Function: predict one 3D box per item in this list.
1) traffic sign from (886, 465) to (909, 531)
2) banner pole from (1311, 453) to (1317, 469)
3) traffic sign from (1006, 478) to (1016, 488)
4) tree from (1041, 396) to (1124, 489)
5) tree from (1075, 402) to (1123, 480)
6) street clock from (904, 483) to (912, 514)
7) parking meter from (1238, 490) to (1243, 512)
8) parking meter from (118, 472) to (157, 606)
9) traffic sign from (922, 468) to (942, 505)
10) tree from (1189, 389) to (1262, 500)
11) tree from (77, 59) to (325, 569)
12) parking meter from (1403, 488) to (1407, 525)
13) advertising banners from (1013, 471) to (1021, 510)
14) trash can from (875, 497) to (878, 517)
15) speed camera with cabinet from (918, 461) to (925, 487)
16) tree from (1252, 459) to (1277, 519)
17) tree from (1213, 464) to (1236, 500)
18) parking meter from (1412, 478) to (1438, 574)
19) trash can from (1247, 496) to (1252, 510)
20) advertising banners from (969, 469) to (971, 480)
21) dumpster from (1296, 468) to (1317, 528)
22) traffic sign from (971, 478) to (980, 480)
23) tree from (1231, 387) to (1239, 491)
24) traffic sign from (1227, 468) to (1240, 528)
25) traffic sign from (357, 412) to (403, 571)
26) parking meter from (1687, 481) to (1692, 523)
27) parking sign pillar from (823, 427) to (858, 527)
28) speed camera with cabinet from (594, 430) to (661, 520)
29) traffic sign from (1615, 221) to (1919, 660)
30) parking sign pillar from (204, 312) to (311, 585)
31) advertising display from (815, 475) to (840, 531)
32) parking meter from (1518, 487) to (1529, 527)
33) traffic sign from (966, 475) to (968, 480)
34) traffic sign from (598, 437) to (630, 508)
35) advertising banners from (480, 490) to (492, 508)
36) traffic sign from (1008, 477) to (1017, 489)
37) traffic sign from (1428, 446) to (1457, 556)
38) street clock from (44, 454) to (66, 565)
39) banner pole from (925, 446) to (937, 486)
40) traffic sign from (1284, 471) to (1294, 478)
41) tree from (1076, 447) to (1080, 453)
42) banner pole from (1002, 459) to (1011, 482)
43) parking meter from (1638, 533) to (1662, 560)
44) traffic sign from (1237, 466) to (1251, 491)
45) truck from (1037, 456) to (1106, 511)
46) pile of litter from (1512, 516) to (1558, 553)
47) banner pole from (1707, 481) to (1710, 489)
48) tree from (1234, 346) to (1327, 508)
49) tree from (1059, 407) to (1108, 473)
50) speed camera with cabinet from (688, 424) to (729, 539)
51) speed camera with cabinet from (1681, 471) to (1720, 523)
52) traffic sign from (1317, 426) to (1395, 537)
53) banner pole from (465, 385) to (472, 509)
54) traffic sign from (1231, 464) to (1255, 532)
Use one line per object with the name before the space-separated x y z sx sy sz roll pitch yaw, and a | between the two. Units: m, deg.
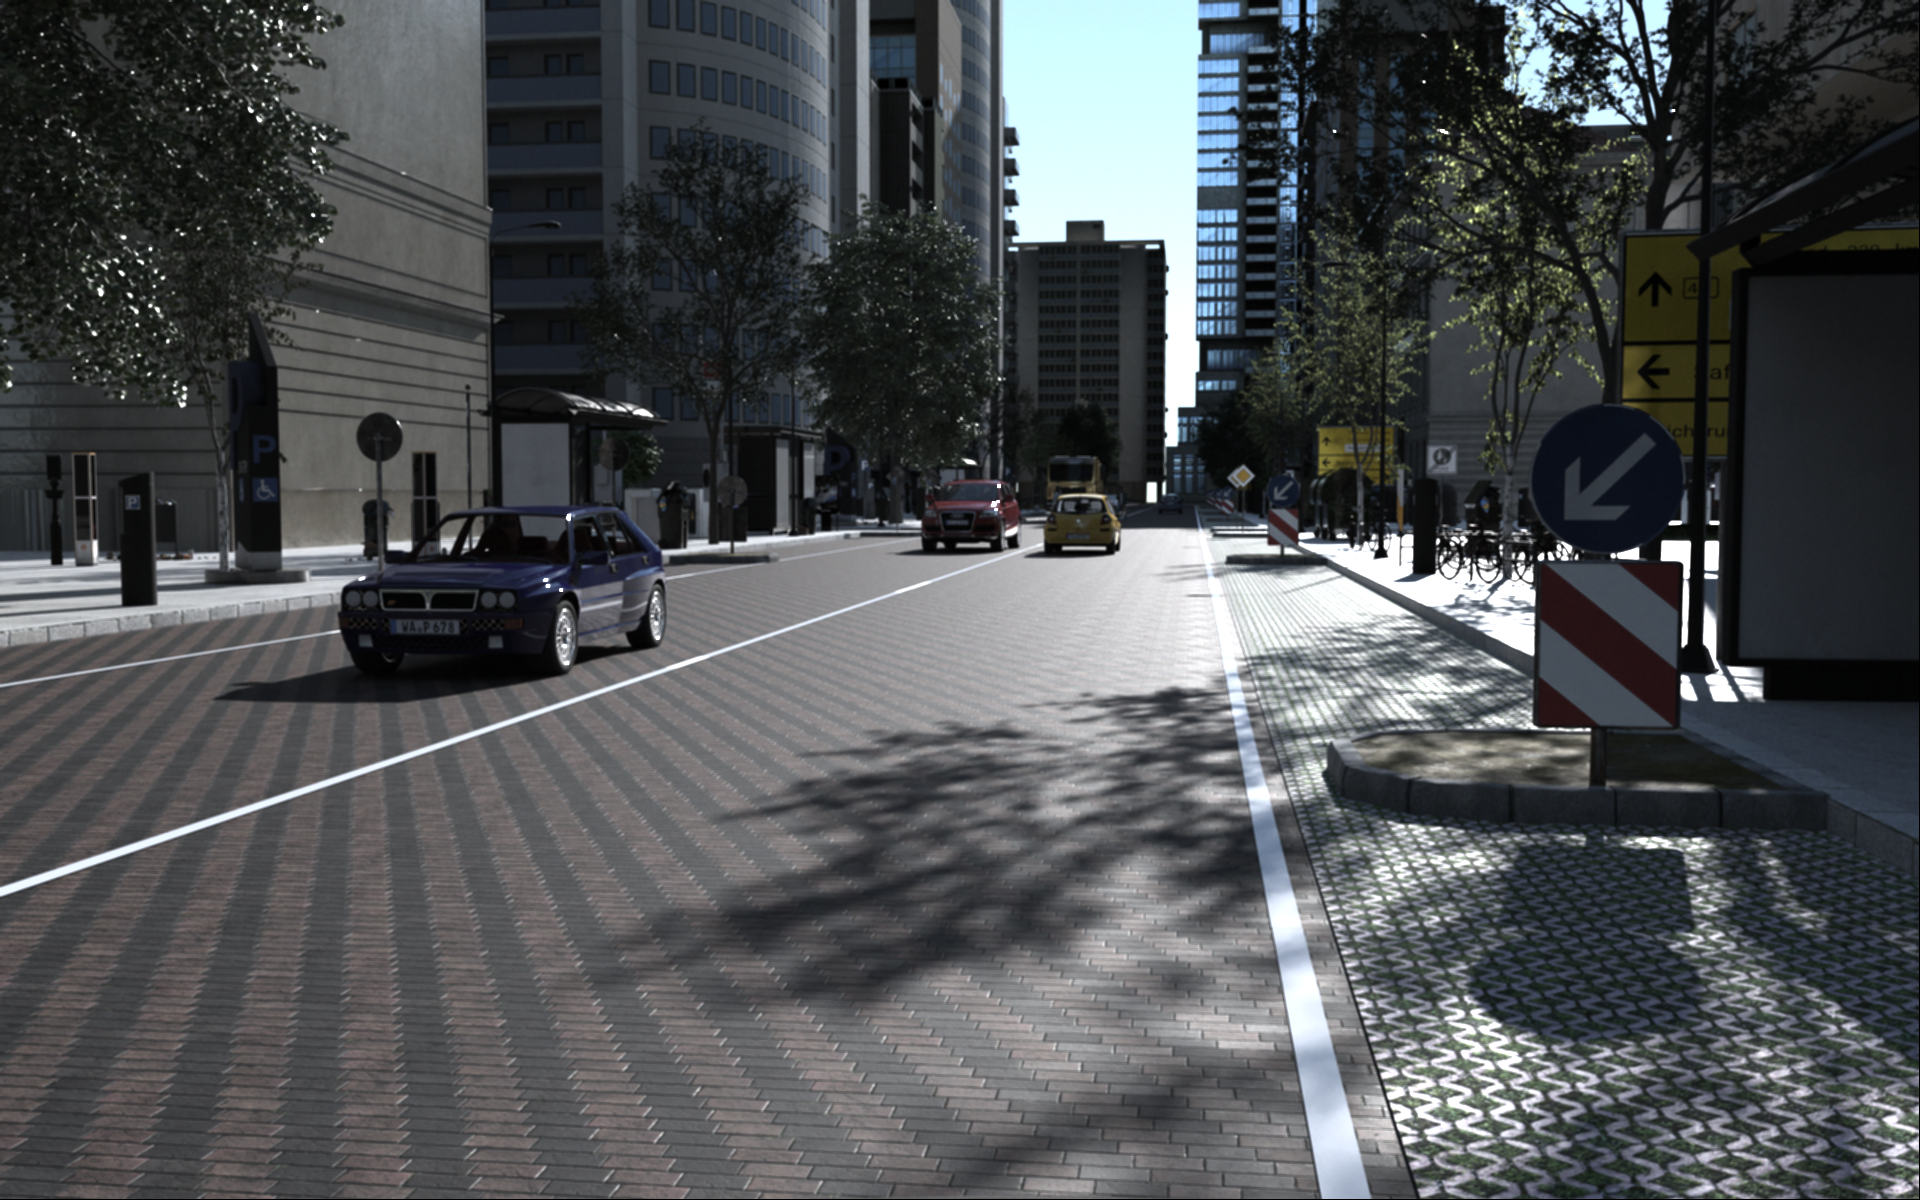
traffic sign | -2.145 -3.407 59.342 0.795 2.450 0.064 0 4 8
banner pole | 21.815 -7.120 106.426 0.863 3.779 0.401 3 5 40
traffic sign | 3.536 -7.302 120.570 0.795 2.450 0.064 1 4 10
tree | 14.464 -17.428 201.955 9.611 12.733 9.660 0 3 0
tree | 16.506 -18.066 213.507 7.486 12.596 7.792 0 3 0
street clock | -3.414 -6.688 113.917 0.471 2.002 0.358 -1 4 -19
parking meter | 19.614 -6.890 121.067 0.372 1.533 0.369 0 3 0
parking meter | -9.475 -0.706 19.960 0.372 1.533 0.369 0 3 0
traffic sign | -1.082 -3.891 67.256 0.795 2.450 0.064 0 4 8
tree | 32.820 -18.623 211.146 9.857 13.997 8.962 0 3 0
tree | -12.674 -4.824 29.229 4.360 8.622 3.978 0 3 0
parking meter | 18.578 -3.933 72.708 0.372 1.533 0.369 0 3 0
advertising banners | 4.384 -8.401 133.546 0.090 3.025 2.074 -1 4 -14
trash can | -4.527 -5.203 96.725 0.748 1.137 0.748 0 3 0
speed camera with cabinet | -1.189 -5.940 91.457 2.038 3.252 0.660 1 4 12
tree | 16.299 -5.875 90.659 1.663 3.219 1.824 0 3 0
tree | 29.099 -12.523 188.465 4.285 4.588 4.351 0 3 0
parking meter | 7.477 -1.189 27.854 0.372 1.533 0.369 0 3 0
trash can | 22.840 -7.595 135.826 0.748 1.137 0.748 0 3 0
advertising banners | 0.576 -7.812 123.911 0.090 3.025 2.074 -1 4 -9
dumpster | 13.715 -3.921 66.609 1.502 2.255 1.985 0 4 8
traffic sign | 1.037 -6.812 113.500 0.606 2.300 0.079 0 4 8
tree | 15.169 -7.989 80.990 4.360 8.622 3.978 0 3 0
traffic sign | 10.505 -3.795 65.685 0.795 2.450 0.064 0 4 8
traffic sign | -9.067 -1.648 27.051 0.768 2.556 0.104 1 4 9
parking meter | 27.872 -3.678 65.841 0.399 1.863 0.255 0 4 8
parking sign pillar | -4.772 -4.915 68.831 1.447 3.967 1.447 2 4 29
speed camera with cabinet | -10.043 -3.550 52.372 2.038 3.252 0.660 1 4 21
traffic sign | 6.202 -1.185 13.255 2.265 3.308 0.079 1 4 12
parking sign pillar | -10.237 -2.244 25.154 1.447 3.967 1.447 -2 4 -32
advertising display | -4.613 -3.336 59.764 0.974 1.923 0.123 1 4 22
parking meter | 21.713 -3.569 66.770 0.372 1.533 0.369 0 3 0
traffic sign | 0.048 -6.022 98.568 0.768 2.556 0.104 1 4 15
traffic sign | -7.667 -2.339 38.350 0.768 2.556 0.104 1 4 16
advertising banners | -12.686 -3.270 49.653 2.074 3.025 0.090 -1 4 -17
traffic sign | 3.773 -7.716 126.257 0.768 2.556 0.104 1 4 13
traffic sign | 10.018 -2.074 36.046 0.606 2.300 0.079 1 4 15
street clock | -16.313 -1.630 31.227 0.358 2.002 0.471 -2 4 -28
banner pole | -1.444 -6.086 89.530 0.863 3.779 0.401 -1 4 -10
traffic sign | 13.995 -4.409 74.212 0.606 2.300 0.079 1 4 12
tree | 8.942 -12.921 161.620 4.737 8.622 4.395 0 3 0
banner pole | 3.387 -8.218 124.384 0.863 3.779 0.401 -3 4 -36
parking meter | 13.143 -1.664 32.914 0.399 1.863 0.255 -1 4 -15
traffic sign | 20.895 -7.921 123.378 2.265 3.308 0.079 1 4 16
truck | 6.085 -5.839 91.393 3.469 3.379 9.791 0 4 7
pile of litter | 12.724 -1.517 38.773 1.719 0.858 1.176 -2 4 -35
banner pole | 53.494 -8.195 124.006 0.863 3.779 0.401 -2 4 -28
tree | 15.458 -8.275 85.654 4.737 8.622 4.395 0 3 0
tree | 12.447 -15.370 185.711 7.601 10.594 8.767 2 4 30
speed camera with cabinet | -7.201 -3.368 49.406 0.660 3.252 2.038 -2 4 -28
speed camera with cabinet | 30.295 -4.629 70.014 2.038 3.252 0.660 0 4 -4
traffic sign | 11.825 -3.542 51.786 2.265 3.308 0.079 1 4 11
banner pole | -11.192 -3.023 39.444 0.401 3.779 0.863 -1 4 -12
traffic sign | 9.442 -3.311 57.770 0.795 2.450 0.064 0 4 8
